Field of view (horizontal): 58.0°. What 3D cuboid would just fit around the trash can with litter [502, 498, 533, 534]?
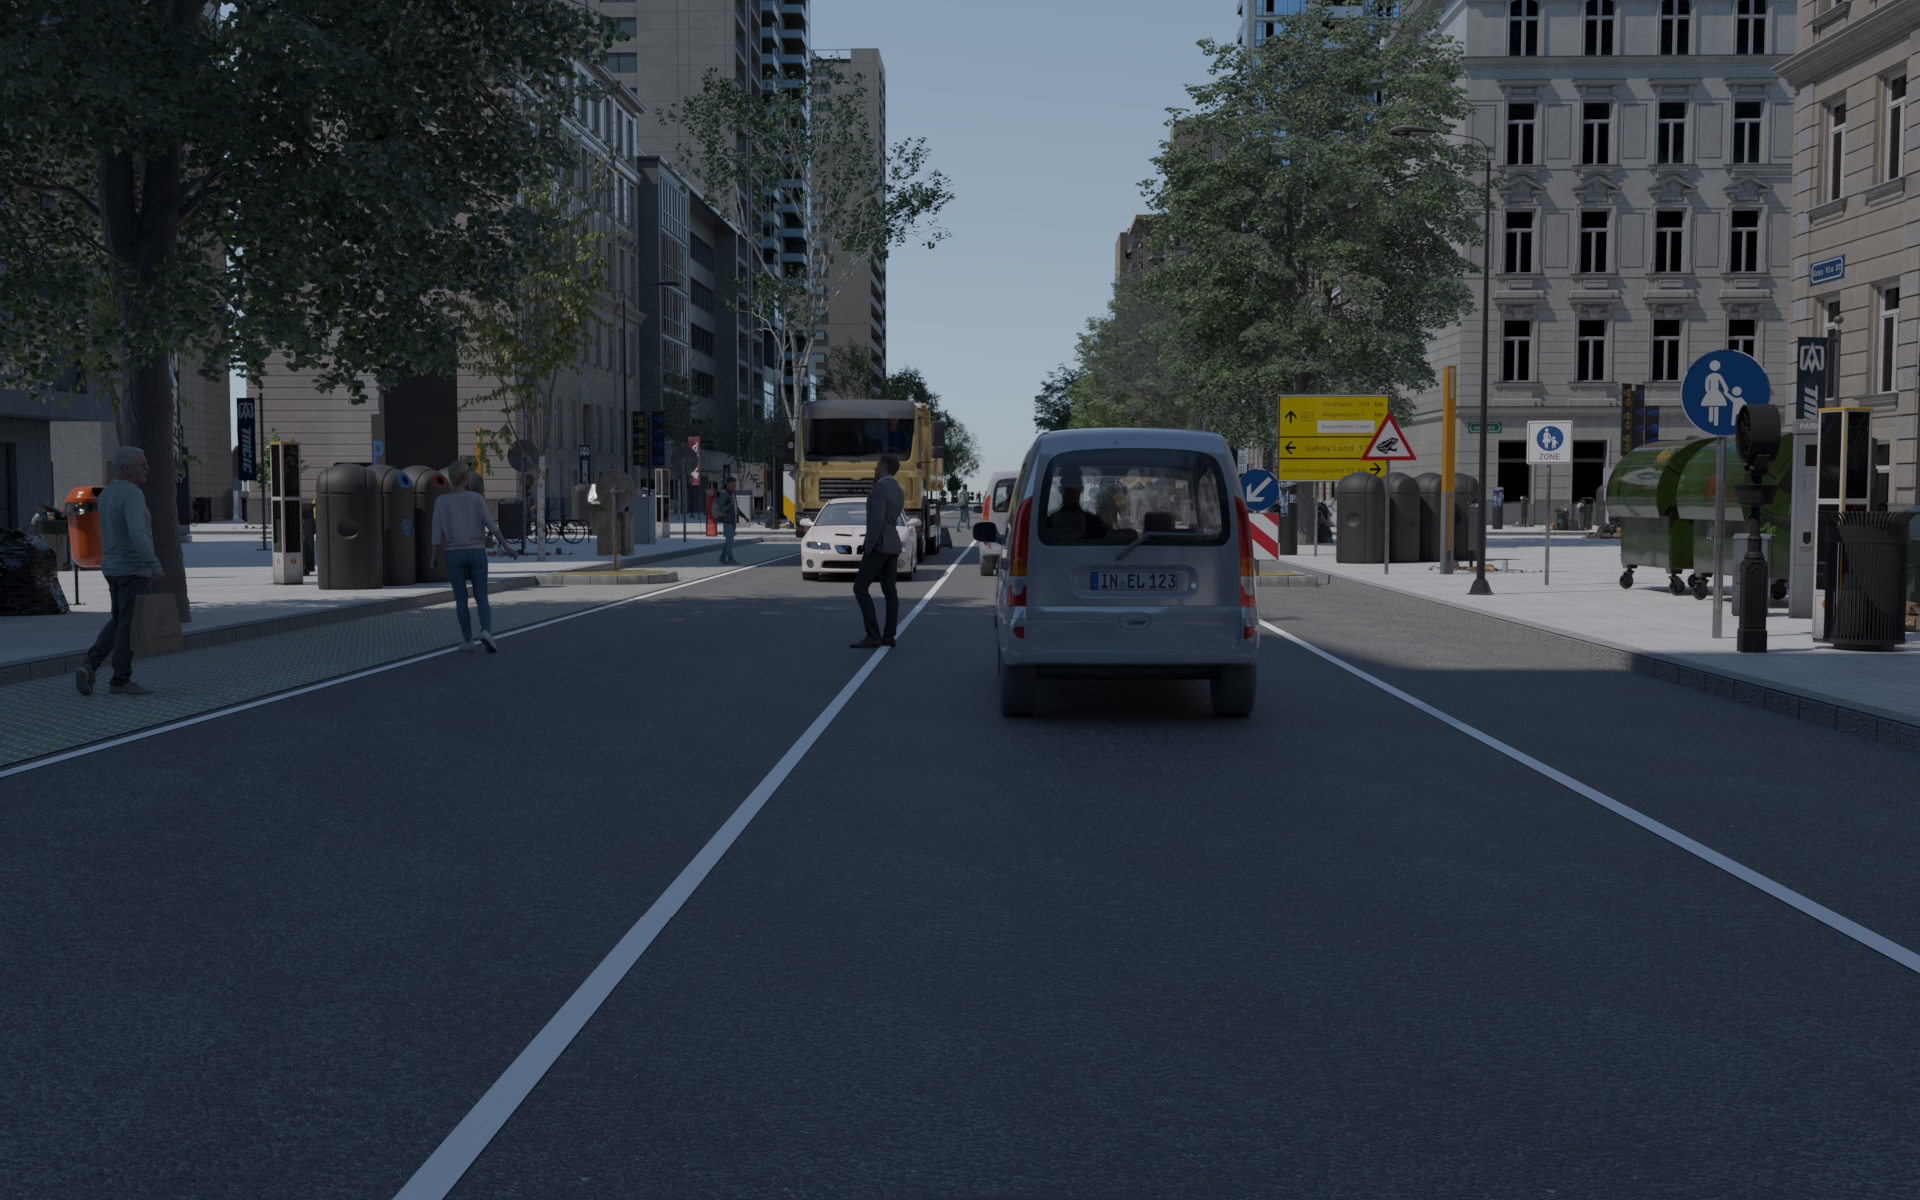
[{"bbox_3d":[-13.629,-2.550,53.079,1.055,1.170,0.624,1,4,12],"label":"trash can with litter"}]

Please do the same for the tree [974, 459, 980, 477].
[{"bbox_3d":[-0.282,-21.933,293.018,8.767,10.594,7.601,1,4,19],"label":"tree"}]

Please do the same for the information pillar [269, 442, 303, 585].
[{"bbox_3d":[-9.499,-1.220,24.435,0.304,2.012,0.304,3,4,39],"label":"information pillar"}]

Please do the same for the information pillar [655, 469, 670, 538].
[{"bbox_3d":[-8.695,-2.824,50.663,0.304,2.012,0.304,3,5,40],"label":"information pillar"}]

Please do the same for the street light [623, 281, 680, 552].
[{"bbox_3d":[-6.782,-3.995,37.858,1.470,5.913,1.316,0,4,2],"label":"street light"}]

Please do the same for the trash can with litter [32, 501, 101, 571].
[{"bbox_3d":[-14.894,-1.076,28.977,1.055,1.170,0.624,-3,4,-38],"label":"trash can with litter"}]

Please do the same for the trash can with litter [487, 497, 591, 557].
[{"bbox_3d":[-8.996,-1.542,36.271,2.233,1.210,1.678,-3,4,-37],"label":"trash can with litter"}]

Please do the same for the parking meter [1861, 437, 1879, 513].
[{"bbox_3d":[7.866,-0.588,15.329,0.399,1.863,0.255,0,4,-8],"label":"parking meter"}]

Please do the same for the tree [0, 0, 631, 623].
[{"bbox_3d":[-7.938,-6.743,16.911,9.857,13.997,8.962,0,3,0],"label":"tree"}]

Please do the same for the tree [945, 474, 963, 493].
[{"bbox_3d":[-1.068,-17.925,276.789,4.285,4.588,4.351,0,3,0],"label":"tree"}]

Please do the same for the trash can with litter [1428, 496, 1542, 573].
[{"bbox_3d":[8.697,-1.115,29.287,1.678,1.210,2.233,0,4,-6],"label":"trash can with litter"}]

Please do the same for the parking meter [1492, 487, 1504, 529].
[{"bbox_3d":[19.534,-3.332,62.888,0.372,1.533,0.369,0,3,0],"label":"parking meter"}]

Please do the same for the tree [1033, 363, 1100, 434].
[{"bbox_3d":[11.632,-15.979,167.911,9.857,13.997,8.962,0,3,0],"label":"tree"}]

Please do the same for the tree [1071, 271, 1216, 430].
[{"bbox_3d":[9.420,-10.413,88.377,7.486,12.596,7.792,0,3,0],"label":"tree"}]

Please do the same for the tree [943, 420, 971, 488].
[{"bbox_3d":[-2.237,-18.780,232.815,9.928,11.665,9.643,0,3,0],"label":"tree"}]

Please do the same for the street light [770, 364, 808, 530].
[{"bbox_3d":[-6.129,-5.485,62.216,1.470,5.913,1.316,0,4,2],"label":"street light"}]

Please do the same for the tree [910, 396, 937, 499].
[{"bbox_3d":[-4.260,-10.856,127.865,4.360,8.622,3.978,0,3,0],"label":"tree"}]

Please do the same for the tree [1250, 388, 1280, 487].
[{"bbox_3d":[17.521,-8.893,95.764,4.360,8.622,3.978,0,3,0],"label":"tree"}]

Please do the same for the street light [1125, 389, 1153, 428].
[{"bbox_3d":[7.825,-6.289,75.358,1.470,5.913,1.316,0,4,2],"label":"street light"}]

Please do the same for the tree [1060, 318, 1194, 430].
[{"bbox_3d":[9.631,-10.469,96.922,9.928,11.665,9.643,0,3,0],"label":"tree"}]

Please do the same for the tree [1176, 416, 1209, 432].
[{"bbox_3d":[16.559,-11.016,130.480,4.737,8.622,4.395,0,3,0],"label":"tree"}]

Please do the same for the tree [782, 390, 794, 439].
[{"bbox_3d":[-11.407,-9.870,111.733,4.360,8.622,3.978,0,3,0],"label":"tree"}]

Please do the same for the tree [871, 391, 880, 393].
[{"bbox_3d":[-5.562,-10.274,118.347,4.737,8.622,4.395,0,3,0],"label":"tree"}]

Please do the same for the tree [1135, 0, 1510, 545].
[{"bbox_3d":[8.610,-8.363,43.390,9.857,13.997,8.962,0,3,0],"label":"tree"}]

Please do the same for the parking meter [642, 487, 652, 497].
[{"bbox_3d":[-11.759,-3.467,65.097,0.372,1.533,0.369,0,3,0],"label":"parking meter"}]

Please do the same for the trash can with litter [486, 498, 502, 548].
[{"bbox_3d":[-11.501,-1.812,41.016,0.624,1.170,1.055,2,4,24],"label":"trash can with litter"}]

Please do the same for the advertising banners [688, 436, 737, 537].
[{"bbox_3d":[-7.464,-3.418,52.070,2.074,3.025,0.090,3,5,40],"label":"advertising banners"}]

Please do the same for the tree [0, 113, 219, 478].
[{"bbox_3d":[-15.517,-4.991,31.959,4.737,8.622,4.395,0,3,0],"label":"tree"}]

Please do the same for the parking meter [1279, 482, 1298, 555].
[{"bbox_3d":[6.900,-1.708,36.341,0.372,1.533,0.369,0,3,0],"label":"parking meter"}]

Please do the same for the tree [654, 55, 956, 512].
[{"bbox_3d":[-5.613,-13.275,72.938,12.611,20.169,13.585,0,3,0],"label":"tree"}]

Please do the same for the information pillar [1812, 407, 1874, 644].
[{"bbox_3d":[7.563,-0.634,14.852,0.304,2.012,0.304,-1,4,-18],"label":"information pillar"}]

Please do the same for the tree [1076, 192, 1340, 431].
[{"bbox_3d":[9.550,-9.583,67.053,12.009,13.543,11.850,0,3,0],"label":"tree"}]

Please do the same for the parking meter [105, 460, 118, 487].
[{"bbox_3d":[-12.631,-1.248,26.113,0.399,1.863,0.255,0,4,-3],"label":"parking meter"}]

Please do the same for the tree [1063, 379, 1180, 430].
[{"bbox_3d":[11.119,-11.439,121.435,8.767,10.594,7.601,-2,4,-35],"label":"tree"}]

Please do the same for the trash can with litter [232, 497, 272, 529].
[{"bbox_3d":[-25.713,-3.244,64.097,2.233,1.210,1.678,-1,4,-11],"label":"trash can with litter"}]

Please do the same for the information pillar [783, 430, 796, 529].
[{"bbox_3d":[-6.234,-4.410,63.464,0.504,3.616,0.183,2,4,26],"label":"information pillar"}]

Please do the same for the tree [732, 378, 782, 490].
[{"bbox_3d":[-13.394,-9.497,105.632,4.360,8.622,3.978,0,3,0],"label":"tree"}]

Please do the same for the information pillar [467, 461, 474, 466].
[{"bbox_3d":[-10.848,-2.059,38.164,0.304,2.012,0.304,-1,4,-13],"label":"information pillar"}]

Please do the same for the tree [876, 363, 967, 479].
[{"bbox_3d":[-4.626,-14.394,152.343,9.611,12.733,9.660,0,3,0],"label":"tree"}]

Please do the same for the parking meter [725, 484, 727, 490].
[{"bbox_3d":[-13.113,-5.661,98.270,0.255,1.863,0.399,-3,5,-40],"label":"parking meter"}]

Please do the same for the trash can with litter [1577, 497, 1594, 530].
[{"bbox_3d":[22.457,-3.118,62.366,0.624,1.170,1.055,1,4,10],"label":"trash can with litter"}]

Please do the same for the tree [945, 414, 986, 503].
[{"bbox_3d":[-1.185,-21.601,263.539,12.009,13.543,11.850,0,3,0],"label":"tree"}]

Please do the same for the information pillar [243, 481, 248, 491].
[{"bbox_3d":[-49.292,-7.836,119.473,0.183,3.616,0.504,0,4,6],"label":"information pillar"}]

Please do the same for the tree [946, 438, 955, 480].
[{"bbox_3d":[-2.517,-15.559,204.746,4.360,8.622,3.978,0,3,0],"label":"tree"}]

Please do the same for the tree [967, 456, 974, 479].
[{"bbox_3d":[-3.923,-14.622,173.479,7.601,10.594,8.767,-1,4,-19],"label":"tree"}]

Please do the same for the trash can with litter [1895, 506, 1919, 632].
[{"bbox_3d":[9.097,-0.307,16.400,0.624,1.170,1.055,3,5,42],"label":"trash can with litter"}]

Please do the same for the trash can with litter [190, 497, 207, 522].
[{"bbox_3d":[-34.634,-4.100,78.430,1.055,1.170,0.624,2,4,28],"label":"trash can with litter"}]

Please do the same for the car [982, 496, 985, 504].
[{"bbox_3d":[4.124,-14.015,241.510,2.083,1.381,4.827,0,4,1],"label":"car"}]

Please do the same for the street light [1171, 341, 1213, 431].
[{"bbox_3d":[7.044,-4.876,52.270,1.470,5.913,1.316,0,4,2],"label":"street light"}]

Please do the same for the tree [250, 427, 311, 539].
[{"bbox_3d":[-19.814,-3.384,49.925,1.663,3.219,1.824,0,3,0],"label":"tree"}]

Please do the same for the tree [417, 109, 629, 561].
[{"bbox_3d":[-8.215,-5.067,33.205,4.737,8.622,4.395,0,3,0],"label":"tree"}]

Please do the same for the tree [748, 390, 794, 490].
[{"bbox_3d":[-13.043,-10.488,121.844,4.737,8.622,4.395,0,3,0],"label":"tree"}]

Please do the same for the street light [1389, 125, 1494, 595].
[{"bbox_3d":[6.110,-3.023,21.974,1.470,5.913,1.316,0,4,2],"label":"street light"}]

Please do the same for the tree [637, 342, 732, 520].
[{"bbox_3d":[-13.524,-8.212,84.627,4.360,8.622,3.978,0,3,0],"label":"tree"}]

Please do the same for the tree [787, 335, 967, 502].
[{"bbox_3d":[-5.558,-10.200,101.183,8.767,10.594,7.601,-3,5,-43],"label":"tree"}]
